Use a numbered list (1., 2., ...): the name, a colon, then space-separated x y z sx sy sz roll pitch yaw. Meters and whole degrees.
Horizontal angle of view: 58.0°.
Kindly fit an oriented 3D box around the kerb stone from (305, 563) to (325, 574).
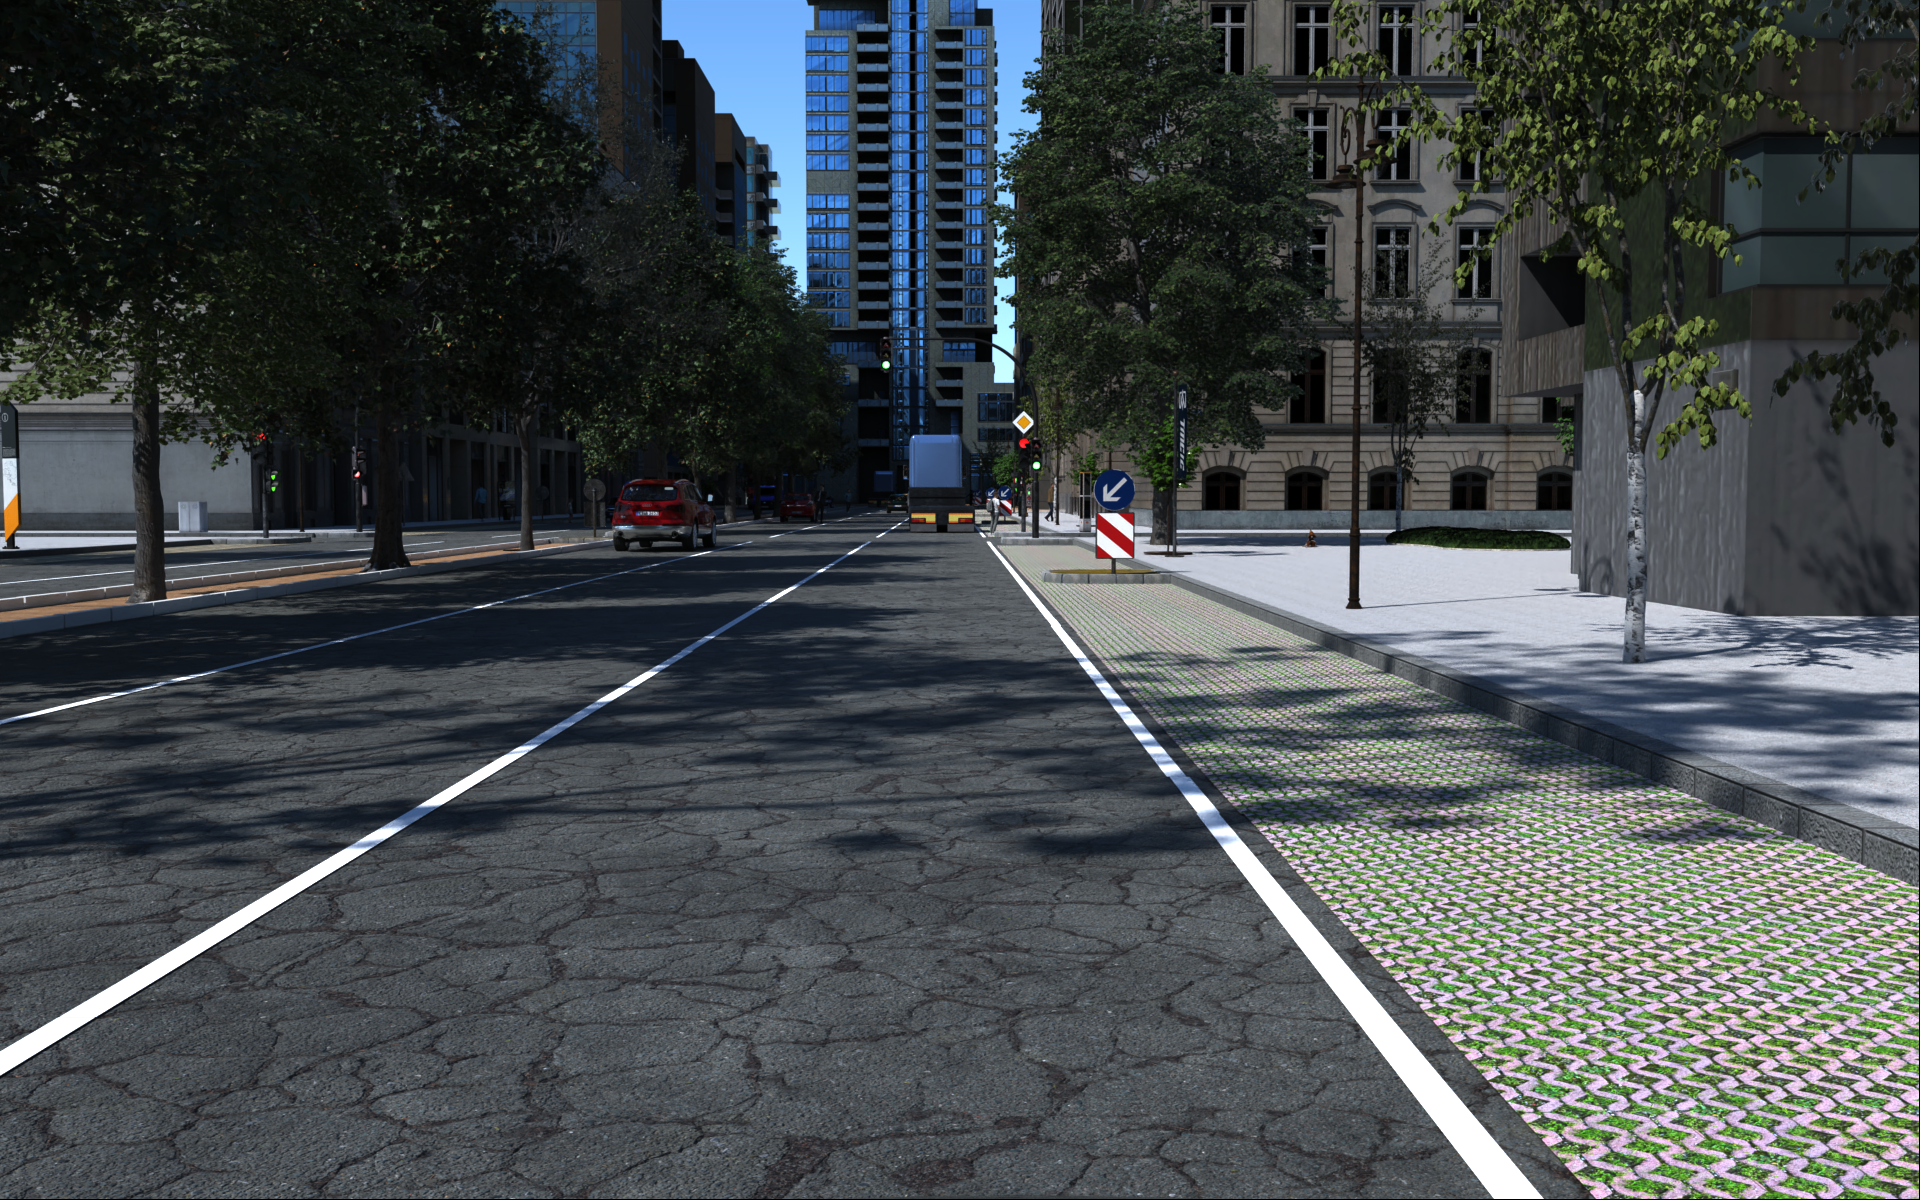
1. kerb stone: -11.768 -0.553 31.327 0.120 0.150 1.000 0 4 0

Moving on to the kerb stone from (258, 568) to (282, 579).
1. kerb stone: -11.755 -0.429 29.273 0.120 0.150 1.000 0 4 0

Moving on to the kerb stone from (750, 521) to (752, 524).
1. kerb stone: -9.966 -3.600 81.051 0.120 0.150 1.000 0 4 0

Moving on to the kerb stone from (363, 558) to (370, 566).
1. kerb stone: -11.781 -0.741 34.398 0.120 0.150 1.000 0 4 0

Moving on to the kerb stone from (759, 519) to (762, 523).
1. kerb stone: -9.986 -3.851 85.161 0.120 0.150 1.000 0 4 0

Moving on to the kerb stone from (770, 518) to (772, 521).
1. kerb stone: -10.024 -4.166 90.303 0.120 0.150 1.000 0 4 0

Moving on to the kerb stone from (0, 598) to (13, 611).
1. kerb stone: -11.702 0.074 21.043 0.120 0.150 1.000 0 4 0

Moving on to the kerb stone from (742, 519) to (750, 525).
1. kerb stone: -9.957 -3.535 80.028 0.120 0.150 1.000 0 4 0

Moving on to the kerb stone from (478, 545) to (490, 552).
1. kerb stone: -11.836 -1.246 42.629 0.120 0.150 1.000 0 4 0

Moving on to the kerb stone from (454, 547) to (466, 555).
1. kerb stone: -11.821 -1.124 40.568 0.120 0.150 1.000 0 4 0

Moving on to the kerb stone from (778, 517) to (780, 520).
1. kerb stone: -10.047 -4.413 94.397 0.120 0.150 1.000 0 4 0

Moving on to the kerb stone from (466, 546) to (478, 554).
1. kerb stone: -11.833 -1.187 41.598 0.120 0.150 1.000 0 4 0

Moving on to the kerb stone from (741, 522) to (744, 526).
1. kerb stone: -9.940 -3.409 77.984 0.120 0.150 1.000 0 4 0

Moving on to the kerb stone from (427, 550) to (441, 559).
1. kerb stone: -11.808 -0.991 38.507 0.120 0.150 1.000 0 4 0

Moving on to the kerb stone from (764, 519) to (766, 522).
1. kerb stone: -10.000 -3.977 87.216 0.120 0.150 1.000 0 4 0

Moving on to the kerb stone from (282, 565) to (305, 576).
1. kerb stone: -11.757 -0.495 30.295 0.120 0.150 1.000 0 4 0

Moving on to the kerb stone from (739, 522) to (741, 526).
1. kerb stone: -9.944 -3.349 76.957 0.120 0.150 1.000 0 4 0

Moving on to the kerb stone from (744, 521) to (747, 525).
1. kerb stone: -9.963 -3.473 79.006 0.120 0.150 1.000 0 4 0

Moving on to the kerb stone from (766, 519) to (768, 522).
1. kerb stone: -10.008 -4.036 88.245 0.120 0.150 1.000 0 4 0

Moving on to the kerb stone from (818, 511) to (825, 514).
1. kerb stone: -10.246 -6.487 128.254 0.120 0.150 1.000 0 4 0

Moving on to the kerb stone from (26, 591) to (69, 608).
1. kerb stone: -11.708 0.007 22.086 0.120 0.150 1.000 0 4 0

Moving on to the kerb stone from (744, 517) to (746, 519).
1. kerb stone: -12.159 -4.539 96.409 0.120 0.150 1.000 0 4 0

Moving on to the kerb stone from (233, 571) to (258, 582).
1. kerb stone: -11.752 -0.369 28.249 0.120 0.150 1.000 0 4 0

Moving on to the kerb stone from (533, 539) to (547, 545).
1. kerb stone: -11.874 -1.626 48.774 0.120 0.150 1.000 0 4 0

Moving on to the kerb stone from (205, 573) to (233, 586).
1. kerb stone: -11.743 -0.307 27.223 0.120 0.150 1.000 0 4 0

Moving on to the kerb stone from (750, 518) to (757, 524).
1. kerb stone: -9.973 -3.725 83.101 0.120 0.150 1.000 0 4 0

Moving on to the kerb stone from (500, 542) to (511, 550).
1. kerb stone: -11.841 -1.375 44.677 0.120 0.150 1.000 0 4 0

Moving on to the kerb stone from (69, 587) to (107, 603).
1. kerb stone: -11.721 -0.052 23.114 0.120 0.150 1.000 0 4 0

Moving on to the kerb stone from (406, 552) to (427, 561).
1. kerb stone: -11.800 -0.935 37.479 0.120 0.150 1.000 0 4 0

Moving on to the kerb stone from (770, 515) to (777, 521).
1. kerb stone: -10.027 -4.291 92.348 0.120 0.150 1.000 0 4 0

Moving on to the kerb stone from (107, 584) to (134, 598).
1. kerb stone: -11.722 -0.119 24.140 0.120 0.150 1.000 0 4 0

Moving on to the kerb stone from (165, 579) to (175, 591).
1. kerb stone: -11.735 -0.181 25.170 0.120 0.150 1.000 0 4 0

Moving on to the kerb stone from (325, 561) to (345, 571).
1. kerb stone: -11.776 -0.620 32.354 0.120 0.150 1.000 0 4 0

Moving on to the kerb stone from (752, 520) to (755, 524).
1. kerb stone: -9.966 -3.659 82.073 0.120 0.150 1.000 0 4 0

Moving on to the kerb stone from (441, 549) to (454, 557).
1. kerb stone: -11.812 -1.060 39.534 0.120 0.150 1.000 0 4 0

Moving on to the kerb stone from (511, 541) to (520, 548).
1. kerb stone: -11.857 -1.438 45.703 0.120 0.150 1.000 0 4 0

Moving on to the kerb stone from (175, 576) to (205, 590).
1. kerb stone: -11.738 -0.244 26.196 0.120 0.150 1.000 0 4 0

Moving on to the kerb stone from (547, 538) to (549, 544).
1. kerb stone: -11.883 -1.684 49.806 0.120 0.150 1.000 0 4 0

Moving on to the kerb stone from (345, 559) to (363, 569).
1. kerb stone: -11.784 -0.679 33.376 0.120 0.150 1.000 0 4 0

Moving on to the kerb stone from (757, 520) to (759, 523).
1. kerb stone: -9.985 -3.788 84.130 0.120 0.150 1.000 0 4 0

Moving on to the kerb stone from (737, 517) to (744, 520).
1. kerb stone: -12.153 -4.477 95.386 0.120 0.150 1.000 0 4 0

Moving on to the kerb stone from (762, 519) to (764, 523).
1. kerb stone: -9.998 -3.914 86.183 0.120 0.150 1.000 0 4 0

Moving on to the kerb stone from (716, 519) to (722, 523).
1. kerb stone: -12.096 -3.911 86.160 0.120 0.150 1.000 0 4 0

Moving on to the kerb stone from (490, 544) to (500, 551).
1. kerb stone: -11.839 -1.312 43.651 0.120 0.150 1.000 0 4 0

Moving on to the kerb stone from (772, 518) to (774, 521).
1. kerb stone: -10.029 -4.228 91.325 0.120 0.150 1.000 0 4 0

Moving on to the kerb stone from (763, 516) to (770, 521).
1. kerb stone: -10.022 -4.103 89.275 0.120 0.150 1.000 0 4 0
